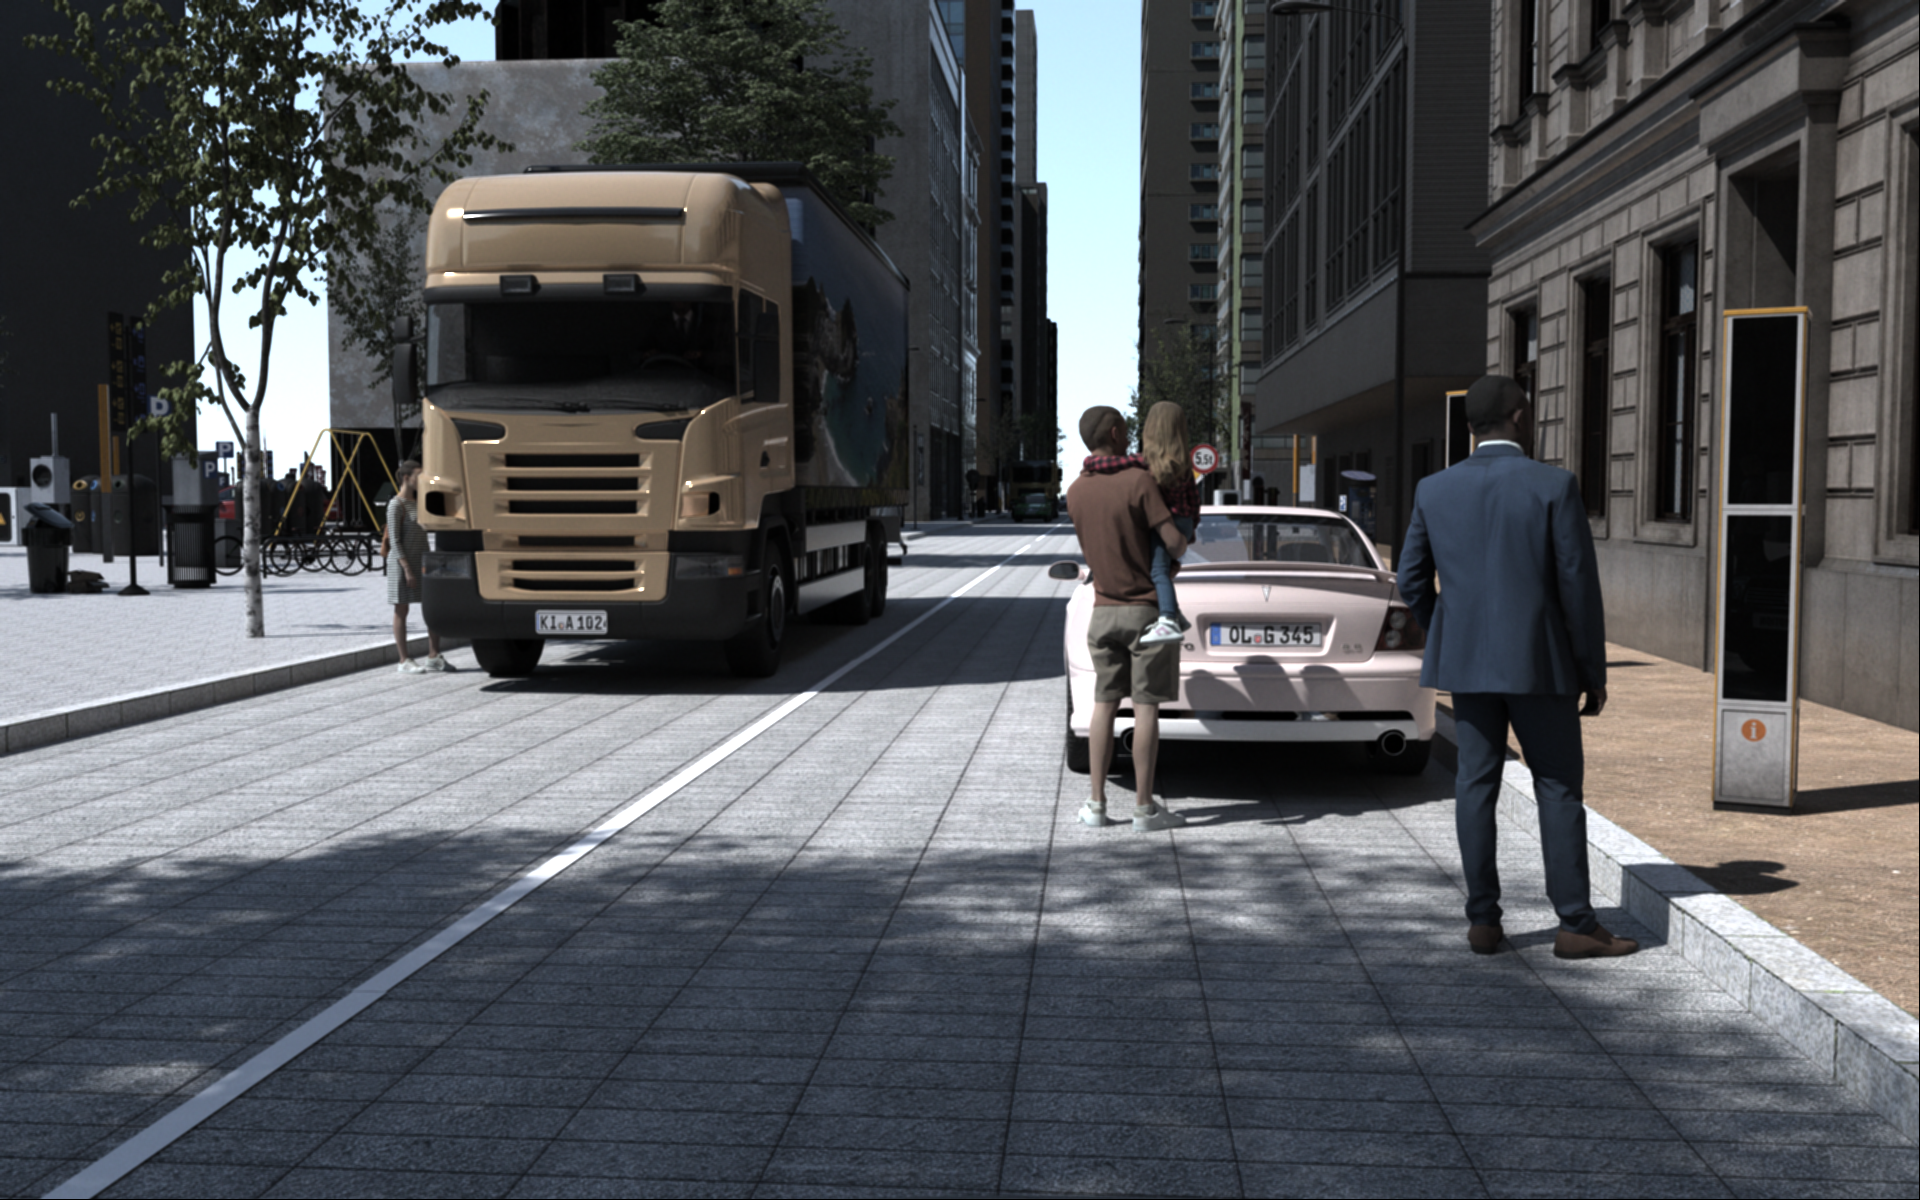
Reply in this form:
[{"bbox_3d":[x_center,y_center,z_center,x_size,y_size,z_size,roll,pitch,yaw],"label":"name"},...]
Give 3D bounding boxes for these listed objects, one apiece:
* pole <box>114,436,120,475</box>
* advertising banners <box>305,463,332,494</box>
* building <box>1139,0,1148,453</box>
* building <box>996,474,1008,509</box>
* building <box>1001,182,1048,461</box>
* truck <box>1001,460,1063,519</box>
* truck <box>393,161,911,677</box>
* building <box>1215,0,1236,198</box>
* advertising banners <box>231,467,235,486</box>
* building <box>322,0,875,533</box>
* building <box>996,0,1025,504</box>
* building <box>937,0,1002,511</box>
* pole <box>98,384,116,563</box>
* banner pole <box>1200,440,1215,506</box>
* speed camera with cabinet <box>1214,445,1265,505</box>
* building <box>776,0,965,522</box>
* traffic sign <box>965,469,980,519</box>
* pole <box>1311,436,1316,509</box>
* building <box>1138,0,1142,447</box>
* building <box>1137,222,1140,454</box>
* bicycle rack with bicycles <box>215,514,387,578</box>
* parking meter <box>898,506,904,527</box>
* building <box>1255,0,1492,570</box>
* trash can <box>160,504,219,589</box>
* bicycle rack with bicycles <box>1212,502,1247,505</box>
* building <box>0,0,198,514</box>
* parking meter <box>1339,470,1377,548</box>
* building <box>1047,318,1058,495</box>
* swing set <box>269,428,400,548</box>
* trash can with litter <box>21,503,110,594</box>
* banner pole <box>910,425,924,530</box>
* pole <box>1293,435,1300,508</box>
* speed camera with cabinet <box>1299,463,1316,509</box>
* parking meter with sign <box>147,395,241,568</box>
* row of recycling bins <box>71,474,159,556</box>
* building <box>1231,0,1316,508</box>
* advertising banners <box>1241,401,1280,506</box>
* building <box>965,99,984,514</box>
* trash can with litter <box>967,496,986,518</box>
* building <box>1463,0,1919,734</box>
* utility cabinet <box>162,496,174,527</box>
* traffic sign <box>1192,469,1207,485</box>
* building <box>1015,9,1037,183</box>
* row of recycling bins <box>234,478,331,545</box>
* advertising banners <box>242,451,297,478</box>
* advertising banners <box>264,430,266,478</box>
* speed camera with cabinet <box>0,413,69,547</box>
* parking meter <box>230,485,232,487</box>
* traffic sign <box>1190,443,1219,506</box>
[{"bbox_3d":[-29.698,-4.107,60.998,0.158,3.312,0.155,0,3,0],"label":"pole"},{"bbox_3d":[-35.644,-6.174,97.129,2.074,3.025,0.090,-2,4,-35],"label":"advertising banners"},{"bbox_3d":[25.587,-31.616,140.619,21.300,48.544,21.600,0,4,5],"label":"building"},{"bbox_3d":[-11.401,-28.442,156.905,32.217,40.220,23.993,0,4,5],"label":"building"},{"bbox_3d":[3.885,-32.891,221.355,14.154,41.232,14.086,0,4,5],"label":"building"},{"bbox_3d":[4.400,-6.458,101.514,3.469,3.379,9.791,0,4,5],"label":"truck"},{"bbox_3d":[-2.325,-1.719,17.012,2.839,4.237,11.283,0,4,5],"label":"truck"},{"bbox_3d":[29.961,-25.886,115.122,32.217,40.220,23.993,0,4,5],"label":"building"},{"bbox_3d":[-46.301,-7.026,111.061,0.090,3.025,2.074,0,4,0],"label":"advertising banners"},{"bbox_3d":[-11.763,-12.045,64.393,16.820,18.784,16.811,0,4,5],"label":"building"},{"bbox_3d":[-3.965,-53.230,182.974,22.319,86.520,31.000,0,4,5],"label":"building"},{"bbox_3d":[-4.042,-29.780,137.008,14.600,45.320,14.200,0,4,5],"label":"building"},{"bbox_3d":[-15.941,-2.354,32.329,0.158,3.312,0.155,0,3,0],"label":"pole"},{"bbox_3d":[11.473,-5.507,80.061,0.863,3.779,0.401,0,4,7],"label":"banner pole"},{"bbox_3d":[11.269,-4.617,69.827,2.038,3.252,0.660,-1,4,-21],"label":"speed camera with cabinet"},{"bbox_3d":[-6.544,-16.541,88.464,12.078,24.808,19.932,0,4,5],"label":"building"},{"bbox_3d":[0.644,-5.424,88.794,0.768,2.556,0.104,1,4,14],"label":"traffic sign"},{"bbox_3d":[12.530,-4.123,61.255,0.158,3.312,0.155,0,3,0],"label":"pole"},{"bbox_3d":[30.019,-39.484,187.566,21.231,58.520,28.212,0,4,5],"label":"building"},{"bbox_3d":[38.967,-39.804,270.402,23.786,49.044,30.456,0,4,5],"label":"building"},{"bbox_3d":[-10.387,-0.867,27.562,2.925,0.926,2.852,-2,4,-25],"label":"bicycle rack with bicycles"},{"bbox_3d":[-2.335,-3.561,66.640,0.372,1.533,0.369,0,3,0],"label":"parking meter"},{"bbox_3d":[13.673,-14.575,31.816,14.314,27.812,24.014,0,4,5],"label":"building"},{"bbox_3d":[-10.483,-0.732,23.615,0.748,1.137,0.748,0,3,0],"label":"trash can"},{"bbox_3d":[11.528,-3.738,74.506,2.925,0.926,2.852,-2,4,-27],"label":"bicycle rack with bicycles"},{"bbox_3d":[-44.393,-16.663,65.953,24.014,27.812,14.314,0,4,5],"label":"building"},{"bbox_3d":[4.087,-0.575,17.811,0.372,1.533,0.369,0,3,0],"label":"parking meter"},{"bbox_3d":[8.561,-31.121,280.530,14.160,30.474,14.107,0,4,5],"label":"building"},{"bbox_3d":[-15.075,-2.749,42.564,2.862,2.851,3.119,0,4,0],"label":"swing set"},{"bbox_3d":[-11.617,-0.682,22.537,1.055,1.170,0.624,0,4,7],"label":"trash can with litter"},{"bbox_3d":[-1.505,-4.451,62.787,0.401,3.779,0.863,2,4,28],"label":"banner pole"},{"bbox_3d":[11.019,-3.846,56.728,0.158,3.312,0.155,0,3,0],"label":"pole"},{"bbox_3d":[11.347,-3.667,54.291,0.660,3.252,2.038,3,4,38],"label":"speed camera with cabinet"},{"bbox_3d":[-13.376,-2.081,30.289,1.738,3.016,0.543,1,4,22],"label":"parking meter with sign"},{"bbox_3d":[-18.061,-1.832,37.058,1.069,1.692,3.534,-3,5,-43],"label":"row of recycling bins"},{"bbox_3d":[20.775,-24.674,87.022,14.154,41.232,14.086,0,4,5],"label":"building"},{"bbox_3d":[5.806,-2.287,33.574,0.090,3.025,2.074,2,4,31],"label":"advertising banners"},{"bbox_3d":[-5.842,-19.721,108.343,13.634,28.700,20.117,0,4,5],"label":"building"},{"bbox_3d":[0.902,-5.060,94.123,1.055,1.170,0.624,0,4,-2],"label":"trash can with litter"},{"bbox_3d":[10.025,-8.934,10.700,10.561,19.102,19.286,0,4,5],"label":"building"},{"bbox_3d":[-30.709,-3.405,66.827,1.020,1.237,0.306,-2,4,-34],"label":"utility cabinet"},{"bbox_3d":[6.254,-2.599,46.131,0.795,2.450,0.064,0,4,5],"label":"traffic sign"},{"bbox_3d":[3.443,-50.402,262.327,20.563,71.187,20.611,0,4,5],"label":"building"},{"bbox_3d":[-17.654,-2.310,44.878,1.069,1.692,3.534,0,4,8],"label":"row of recycling bins"},{"bbox_3d":[-26.558,-4.317,66.776,2.074,3.025,0.090,-1,4,-11],"label":"advertising banners"},{"bbox_3d":[-19.129,-3.154,47.757,0.090,3.025,2.074,-1,4,-20],"label":"advertising banners"},{"bbox_3d":[-22.861,-2.941,42.417,2.038,3.252,0.660,1,4,14],"label":"speed camera with cabinet"},{"bbox_3d":[-48.442,-6.672,114.798,0.399,1.863,0.255,1,4,22],"label":"parking meter"},{"bbox_3d":[6.154,-2.667,43.707,0.768,2.556,0.104,1,4,14],"label":"traffic sign"}]
